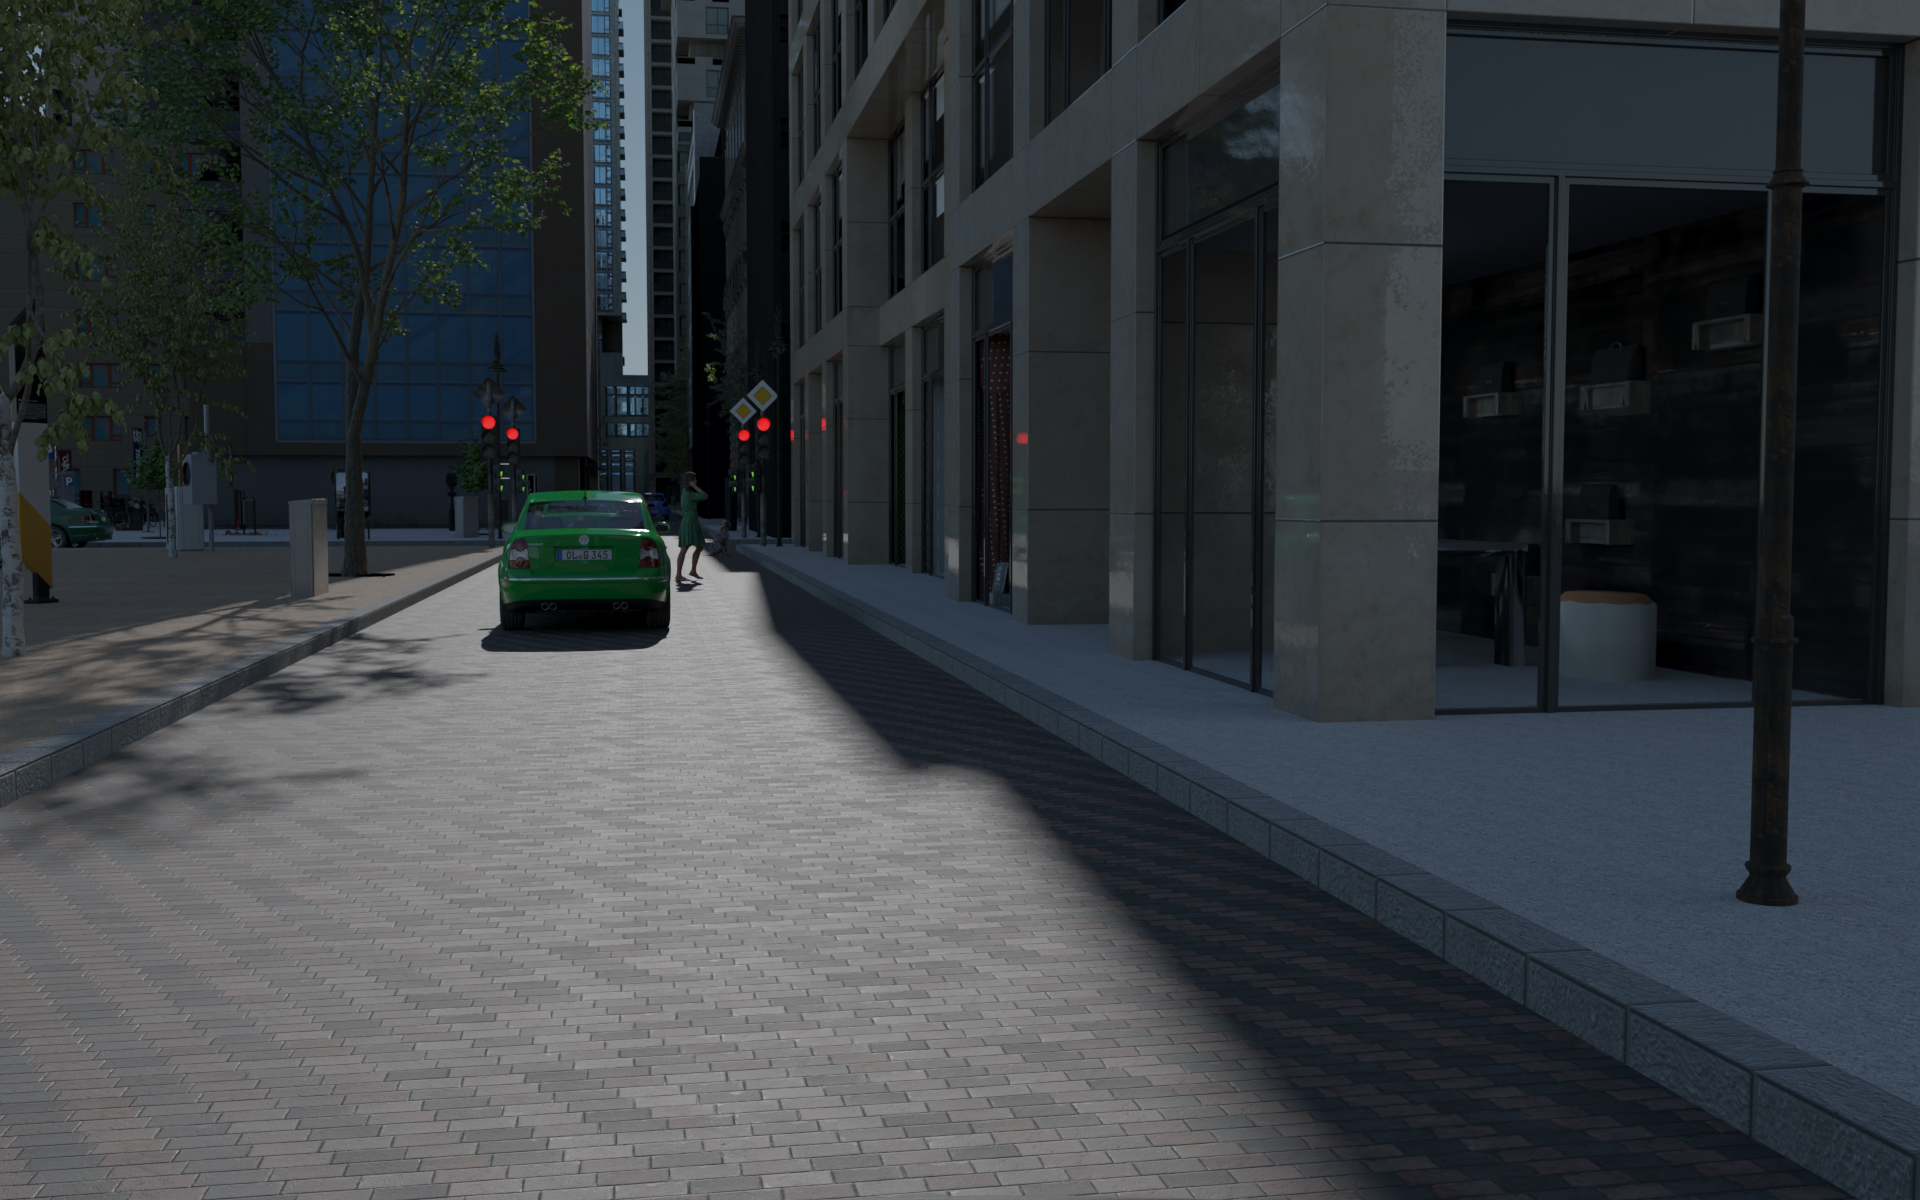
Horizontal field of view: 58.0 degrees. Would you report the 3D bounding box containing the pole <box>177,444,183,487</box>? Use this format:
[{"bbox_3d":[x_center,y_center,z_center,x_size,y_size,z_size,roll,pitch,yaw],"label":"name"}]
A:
[{"bbox_3d":[-31.553,-4.668,70.168,0.158,3.312,0.155,0,3,0],"label":"pole"}]

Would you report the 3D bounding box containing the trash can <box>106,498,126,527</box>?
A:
[{"bbox_3d":[-33.289,-3.468,68.351,0.748,1.137,0.748,0,3,0],"label":"trash can"}]

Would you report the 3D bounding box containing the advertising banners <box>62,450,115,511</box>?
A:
[{"bbox_3d":[-34.885,-4.463,69.162,2.074,3.025,0.090,-3,5,-43],"label":"advertising banners"}]

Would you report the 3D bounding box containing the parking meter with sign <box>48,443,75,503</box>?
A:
[{"bbox_3d":[-30.224,-3.796,58.332,1.738,3.016,0.543,2,4,30],"label":"parking meter with sign"}]

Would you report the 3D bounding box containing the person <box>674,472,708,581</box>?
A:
[{"bbox_3d":[-4.475,-1.214,28.594,0.529,1.795,0.600,-2,4,-25],"label":"person"}]

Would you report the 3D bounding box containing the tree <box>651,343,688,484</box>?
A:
[{"bbox_3d":[-19.443,-12.951,129.879,7.486,12.596,7.792,0,3,0],"label":"tree"}]

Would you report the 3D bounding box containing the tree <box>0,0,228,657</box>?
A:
[{"bbox_3d":[-7.557,-3.844,13.219,4.737,8.622,4.395,0,3,0],"label":"tree"}]

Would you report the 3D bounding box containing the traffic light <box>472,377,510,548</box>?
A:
[{"bbox_3d":[-11.216,-3.211,41.428,0.839,4.253,0.868,-1,4,-10],"label":"traffic light"}]

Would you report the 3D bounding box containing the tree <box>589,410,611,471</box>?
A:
[{"bbox_3d":[-26.010,-10.262,118.148,4.360,8.622,3.978,0,3,0],"label":"tree"}]

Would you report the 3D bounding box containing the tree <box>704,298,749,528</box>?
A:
[{"bbox_3d":[-7.812,-7.019,65.123,4.360,8.622,3.978,0,3,0],"label":"tree"}]

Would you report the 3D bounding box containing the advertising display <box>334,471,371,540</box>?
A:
[{"bbox_3d":[-17.064,-2.658,48.679,0.974,1.923,0.123,0,4,0],"label":"advertising display"}]

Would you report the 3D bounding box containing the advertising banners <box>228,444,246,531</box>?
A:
[{"bbox_3d":[-25.519,-3.970,61.103,0.090,3.025,2.074,-1,4,-9],"label":"advertising banners"}]

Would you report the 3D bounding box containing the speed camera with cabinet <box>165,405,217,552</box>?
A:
[{"bbox_3d":[-17.243,-2.719,38.794,0.660,3.252,2.038,-3,5,-40],"label":"speed camera with cabinet"}]

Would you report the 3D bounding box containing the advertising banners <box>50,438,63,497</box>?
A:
[{"bbox_3d":[-28.437,-3.557,54.353,0.090,3.025,2.074,-2,4,-34],"label":"advertising banners"}]

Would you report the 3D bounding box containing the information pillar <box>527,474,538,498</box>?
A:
[{"bbox_3d":[-15.800,-3.641,64.027,0.304,2.012,0.304,0,4,6],"label":"information pillar"}]

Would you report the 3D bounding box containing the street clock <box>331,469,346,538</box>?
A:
[{"bbox_3d":[-18.013,-2.801,50.366,0.471,2.002,0.358,1,4,19],"label":"street clock"}]

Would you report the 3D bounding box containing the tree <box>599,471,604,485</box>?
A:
[{"bbox_3d":[-36.412,-11.313,168.687,4.285,4.588,4.351,0,3,0],"label":"tree"}]

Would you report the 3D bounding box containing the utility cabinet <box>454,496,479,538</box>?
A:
[{"bbox_3d":[-14.532,-2.438,51.022,0.306,1.237,1.020,1,4,9],"label":"utility cabinet"}]

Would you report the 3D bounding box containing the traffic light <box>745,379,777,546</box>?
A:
[{"bbox_3d":[-4.866,-3.284,42.619,0.839,4.253,0.868,-1,4,-10],"label":"traffic light"}]

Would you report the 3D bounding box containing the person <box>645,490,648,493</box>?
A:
[{"bbox_3d":[-27.766,-8.865,153.435,0.705,1.826,1.348,2,4,24],"label":"person"}]

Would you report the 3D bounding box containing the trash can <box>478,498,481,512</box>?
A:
[{"bbox_3d":[-15.954,-2.732,56.320,0.748,1.137,0.748,0,3,0],"label":"trash can"}]

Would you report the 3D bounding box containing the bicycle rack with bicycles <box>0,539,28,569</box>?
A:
[{"bbox_3d":[-17.044,-0.958,29.038,2.925,0.926,2.852,1,4,19],"label":"bicycle rack with bicycles"}]

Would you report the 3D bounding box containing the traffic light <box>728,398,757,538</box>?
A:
[{"bbox_3d":[-6.323,-3.765,50.470,0.839,4.253,0.868,-1,4,-10],"label":"traffic light"}]

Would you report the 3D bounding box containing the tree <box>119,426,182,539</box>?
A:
[{"bbox_3d":[-23.044,-3.378,49.836,1.663,3.219,1.824,0,3,0],"label":"tree"}]

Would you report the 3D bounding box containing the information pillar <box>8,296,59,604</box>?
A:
[{"bbox_3d":[-10.820,-1.763,20.178,0.183,3.616,0.504,1,4,14],"label":"information pillar"}]

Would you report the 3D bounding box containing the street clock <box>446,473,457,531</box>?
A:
[{"bbox_3d":[-17.600,-3.391,60.011,0.358,2.002,0.471,-3,5,-39],"label":"street clock"}]

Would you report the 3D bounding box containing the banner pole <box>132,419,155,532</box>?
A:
[{"bbox_3d":[-27.252,-4.139,57.693,0.401,3.779,0.863,1,4,14],"label":"banner pole"}]

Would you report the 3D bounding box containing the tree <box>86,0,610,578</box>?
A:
[{"bbox_3d":[-9.261,-6.173,26.685,9.928,11.665,9.643,0,3,0],"label":"tree"}]

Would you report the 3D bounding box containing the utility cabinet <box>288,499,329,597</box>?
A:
[{"bbox_3d":[-8.292,-0.666,22.046,0.306,1.237,1.020,-1,4,-10],"label":"utility cabinet"}]

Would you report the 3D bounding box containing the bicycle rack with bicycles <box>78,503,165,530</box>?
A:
[{"bbox_3d":[-31.970,-3.249,66.499,2.852,0.926,2.925,0,4,-6],"label":"bicycle rack with bicycles"}]

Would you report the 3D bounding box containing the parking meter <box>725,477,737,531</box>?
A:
[{"bbox_3d":[-7.960,-3.337,60.265,0.255,1.863,0.399,3,4,36],"label":"parking meter"}]

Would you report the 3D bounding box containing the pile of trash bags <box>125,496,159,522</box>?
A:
[{"bbox_3d":[-37.580,-4.302,80.097,3.447,1.369,1.912,-3,4,-37],"label":"pile of trash bags"}]

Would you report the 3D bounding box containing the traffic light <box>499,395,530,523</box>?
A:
[{"bbox_3d":[-12.673,-3.692,49.280,0.839,4.253,0.868,-1,4,-10],"label":"traffic light"}]

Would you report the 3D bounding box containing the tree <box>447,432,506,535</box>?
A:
[{"bbox_3d":[-15.084,-3.627,53.907,1.663,3.219,1.824,0,3,0],"label":"tree"}]
